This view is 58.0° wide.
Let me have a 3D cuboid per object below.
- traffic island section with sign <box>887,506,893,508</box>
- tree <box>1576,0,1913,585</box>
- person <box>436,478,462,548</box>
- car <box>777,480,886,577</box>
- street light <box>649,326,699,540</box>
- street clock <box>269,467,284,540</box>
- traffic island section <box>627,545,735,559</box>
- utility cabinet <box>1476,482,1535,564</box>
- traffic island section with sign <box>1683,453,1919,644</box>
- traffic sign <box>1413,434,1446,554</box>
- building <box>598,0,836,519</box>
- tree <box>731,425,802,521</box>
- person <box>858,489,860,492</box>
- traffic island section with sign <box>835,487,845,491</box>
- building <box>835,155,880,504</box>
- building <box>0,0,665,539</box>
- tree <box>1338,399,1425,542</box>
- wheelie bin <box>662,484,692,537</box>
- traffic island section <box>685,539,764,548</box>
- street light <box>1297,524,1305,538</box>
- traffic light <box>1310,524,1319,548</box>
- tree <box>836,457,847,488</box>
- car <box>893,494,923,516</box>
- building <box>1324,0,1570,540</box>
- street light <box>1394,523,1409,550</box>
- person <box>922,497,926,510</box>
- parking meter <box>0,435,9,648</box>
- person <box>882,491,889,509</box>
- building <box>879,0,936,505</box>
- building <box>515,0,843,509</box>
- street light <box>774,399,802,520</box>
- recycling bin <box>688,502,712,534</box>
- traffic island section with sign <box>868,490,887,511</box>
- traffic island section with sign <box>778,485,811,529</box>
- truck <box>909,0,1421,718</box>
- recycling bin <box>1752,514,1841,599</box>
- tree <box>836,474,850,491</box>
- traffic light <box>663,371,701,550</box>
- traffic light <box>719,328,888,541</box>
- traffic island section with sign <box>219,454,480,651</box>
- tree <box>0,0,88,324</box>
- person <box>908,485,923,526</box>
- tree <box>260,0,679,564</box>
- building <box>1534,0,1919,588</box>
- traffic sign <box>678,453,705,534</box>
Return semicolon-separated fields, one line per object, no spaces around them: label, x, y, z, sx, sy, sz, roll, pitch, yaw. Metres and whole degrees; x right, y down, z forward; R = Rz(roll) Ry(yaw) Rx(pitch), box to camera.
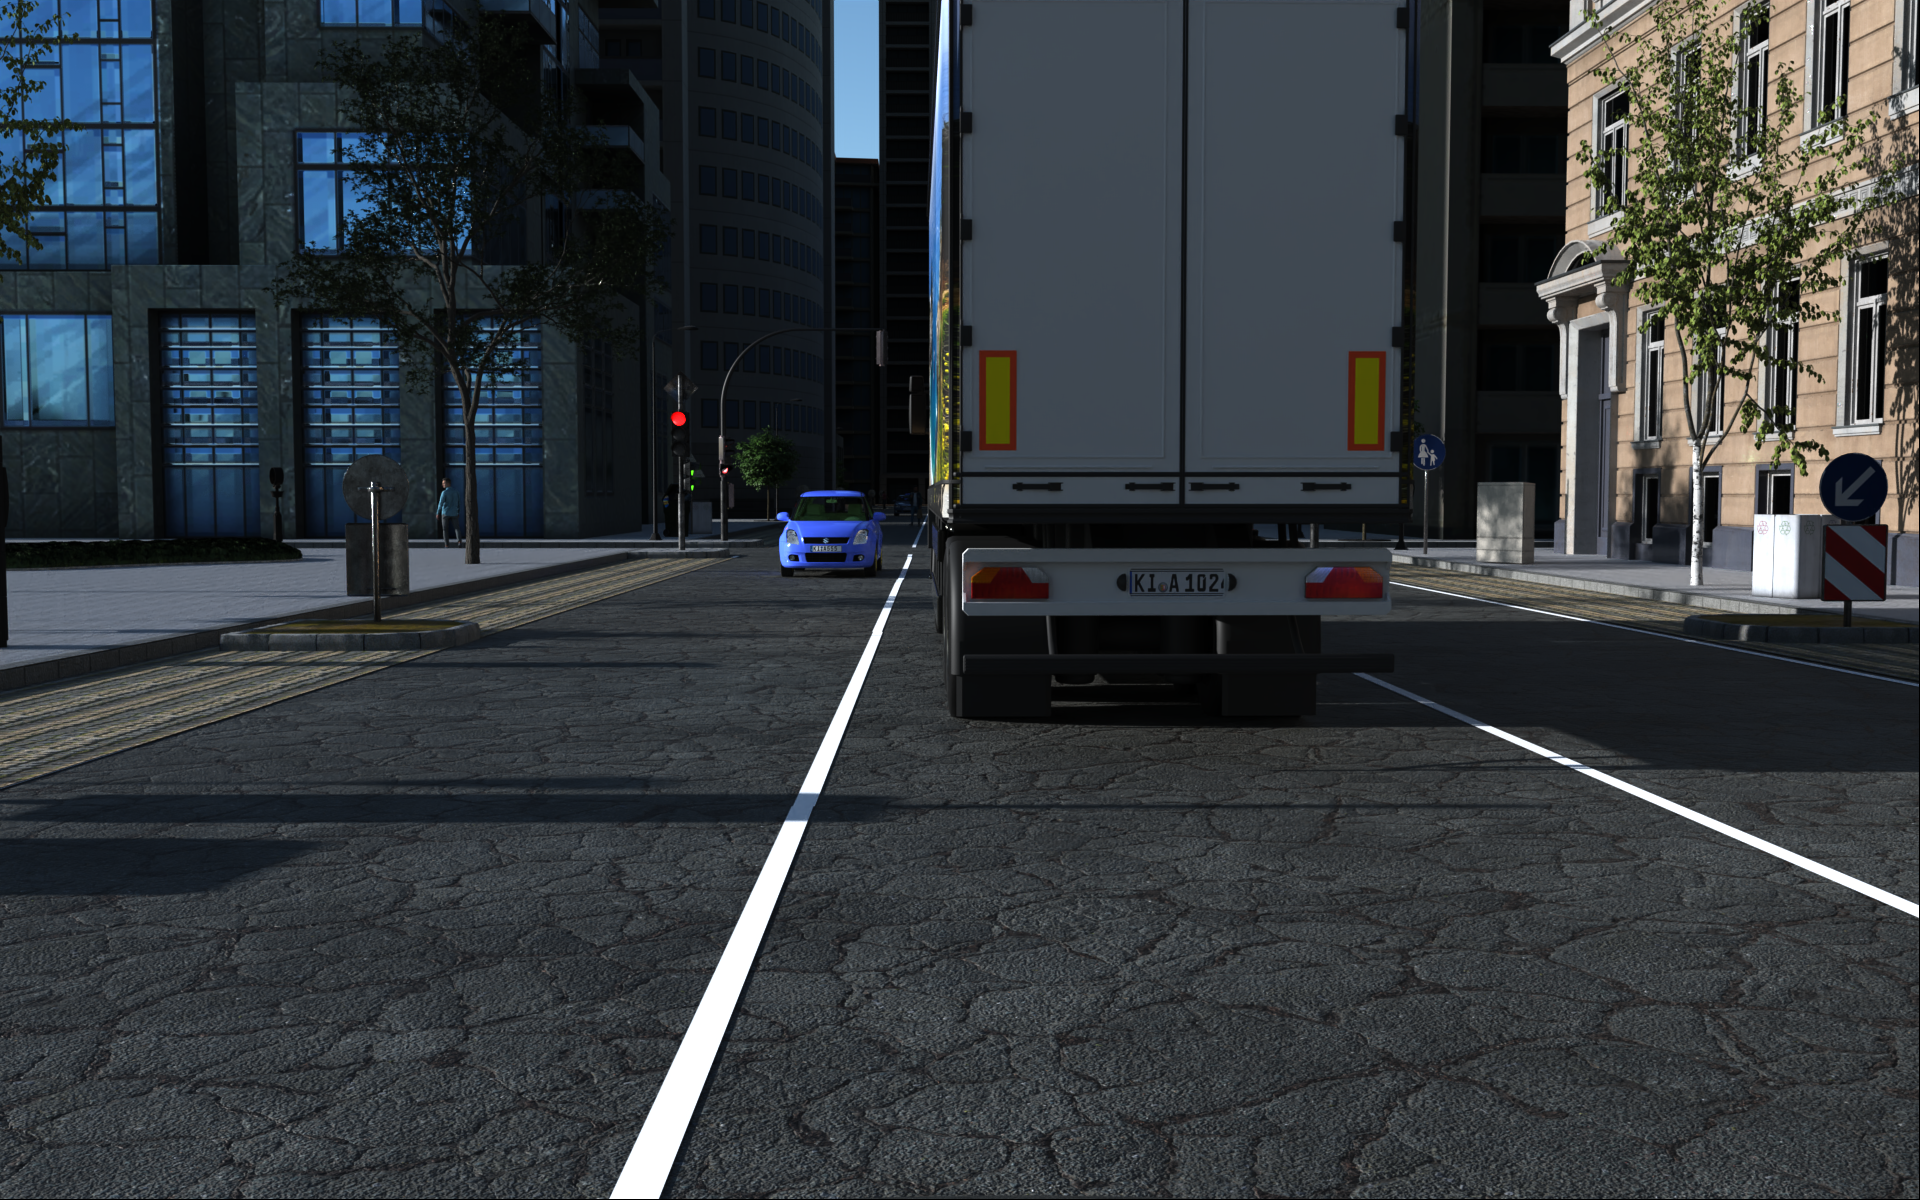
traffic island section with sign;-7.921;-10.341;177.697;1.989;1.847;2.006;0;4;-1
tree;10.384;-4.499;23.914;4.737;8.622;4.395;0;3;0
person;-12.793;-2.146;43.442;0.638;1.841;0.748;-2;4;-35
car;-2.285;-1.320;31.166;1.945;1.707;3.694;0;4;0
street light;-7.918;-4.614;47.978;1.470;5.913;1.316;0;4;-1
street clock;-18.473;-2.587;46.860;0.358;2.002;0.471;-3;5;-41
traffic island section;-6.383;-1.062;39.637;2.009;0.180;2.903;0;4;-1
utility cabinet;10.088;-1.427;32.009;0.318;1.500;1.173;-2;4;-26
traffic island section with sign;8.470;-0.538;17.417;1.989;1.847;2.006;0;4;-1
traffic sign;9.939;-2.251;36.913;0.768;2.556;0.104;0;4;0
building;-18.619;-34.151;100.374;21.231;58.520;28.212;0;4;-1
tree;-9.157;-6.006;81.906;4.285;4.588;4.351;0;3;0
person;-10.679;-10.822;183.069;1.348;1.812;0.705;1;4;23
traffic island section with sign;-6.872;-5.593;100.079;1.989;1.847;2.006;0;4;-1
building;-24.329;-34.494;218.602;28.867;44.769;22.147;0;4;-1
building;-22.200;-45.826;61.932;22.319;86.520;31.000;0;4;-1
tree;11.011;-3.892;47.344;4.285;4.588;4.351;0;3;0
wheelie bin;-8.469;-2.696;51.983;0.693;1.594;0.980;2;4;29
traffic island section;-6.491;-1.550;47.621;2.009;0.180;2.903;0;4;-1
street light;9.395;-4.769;50.518;1.470;5.913;1.316;0;4;-1
traffic light;6.026;-3.968;39.544;4.771;5.953;1.251;0;4;-1
tree;-9.951;-8.794;127.500;4.285;4.588;4.351;0;3;0
car;-3.438;-6.270;114.518;2.014;1.417;4.499;0;4;0
building;23.902;-26.554;57.862;21.600;48.544;21.300;0;4;-1
street light;9.622;-4.109;39.721;1.470;5.913;1.316;0;4;-1
person;-3.647;-9.089;160.367;1.065;1.426;0.557;0;4;-5
parking meter;-8.166;-0.534;14.440;0.399;1.863;0.255;-3;5;-40
person;-7.228;-9.668;167.290;0.721;1.743;1.217;2;4;31
building;0.445;-47.673;217.706;20.611;71.187;20.563;0;4;-1
building;-28.670;-53.305;184.209;31.000;86.520;22.319;0;4;-1
street light;-8.387;-6.854;84.603;1.470;5.913;1.316;0;4;-1
recycling bin;-8.436;-2.657;55.989;0.722;1.027;0.722;-1;4;-20
traffic island section with sign;-7.537;-8.608;149.376;1.989;1.847;2.006;0;4;-1
traffic island section with sign;-6.499;-3.890;72.227;1.989;1.847;2.006;0;4;-1
truck;0.983;-1.559;14.395;2.839;4.237;11.283;0;4;-2
recycling bin;10.391;-0.549;21.526;0.722;1.027;0.722;-1;4;-21
tree;-9.834;-9.135;143.956;1.663;3.219;1.824;0;3;0
traffic light;-6.343;-3.094;39.503;0.839;4.253;0.868;0;4;-1
traffic light;-4.361;-4.458;47.550;4.771;5.953;1.251;0;4;-1
traffic island section with sign;-5.740;-0.490;16.641;1.989;1.847;2.006;0;4;-1
tree;-13.525;-4.411;22.483;4.737;8.622;4.395;0;3;0
person;-1.914;-4.138;76.136;0.794;1.824;0.713;2;4;24
tree;-8.841;-5.962;31.897;8.767;10.594;7.601;1;4;19
building;19.328;-14.768;27.362;13.634;28.700;20.117;0;4;-1
traffic sign;-8.540;-3.368;55.069;0.884;2.594;0.081;0;4;4
